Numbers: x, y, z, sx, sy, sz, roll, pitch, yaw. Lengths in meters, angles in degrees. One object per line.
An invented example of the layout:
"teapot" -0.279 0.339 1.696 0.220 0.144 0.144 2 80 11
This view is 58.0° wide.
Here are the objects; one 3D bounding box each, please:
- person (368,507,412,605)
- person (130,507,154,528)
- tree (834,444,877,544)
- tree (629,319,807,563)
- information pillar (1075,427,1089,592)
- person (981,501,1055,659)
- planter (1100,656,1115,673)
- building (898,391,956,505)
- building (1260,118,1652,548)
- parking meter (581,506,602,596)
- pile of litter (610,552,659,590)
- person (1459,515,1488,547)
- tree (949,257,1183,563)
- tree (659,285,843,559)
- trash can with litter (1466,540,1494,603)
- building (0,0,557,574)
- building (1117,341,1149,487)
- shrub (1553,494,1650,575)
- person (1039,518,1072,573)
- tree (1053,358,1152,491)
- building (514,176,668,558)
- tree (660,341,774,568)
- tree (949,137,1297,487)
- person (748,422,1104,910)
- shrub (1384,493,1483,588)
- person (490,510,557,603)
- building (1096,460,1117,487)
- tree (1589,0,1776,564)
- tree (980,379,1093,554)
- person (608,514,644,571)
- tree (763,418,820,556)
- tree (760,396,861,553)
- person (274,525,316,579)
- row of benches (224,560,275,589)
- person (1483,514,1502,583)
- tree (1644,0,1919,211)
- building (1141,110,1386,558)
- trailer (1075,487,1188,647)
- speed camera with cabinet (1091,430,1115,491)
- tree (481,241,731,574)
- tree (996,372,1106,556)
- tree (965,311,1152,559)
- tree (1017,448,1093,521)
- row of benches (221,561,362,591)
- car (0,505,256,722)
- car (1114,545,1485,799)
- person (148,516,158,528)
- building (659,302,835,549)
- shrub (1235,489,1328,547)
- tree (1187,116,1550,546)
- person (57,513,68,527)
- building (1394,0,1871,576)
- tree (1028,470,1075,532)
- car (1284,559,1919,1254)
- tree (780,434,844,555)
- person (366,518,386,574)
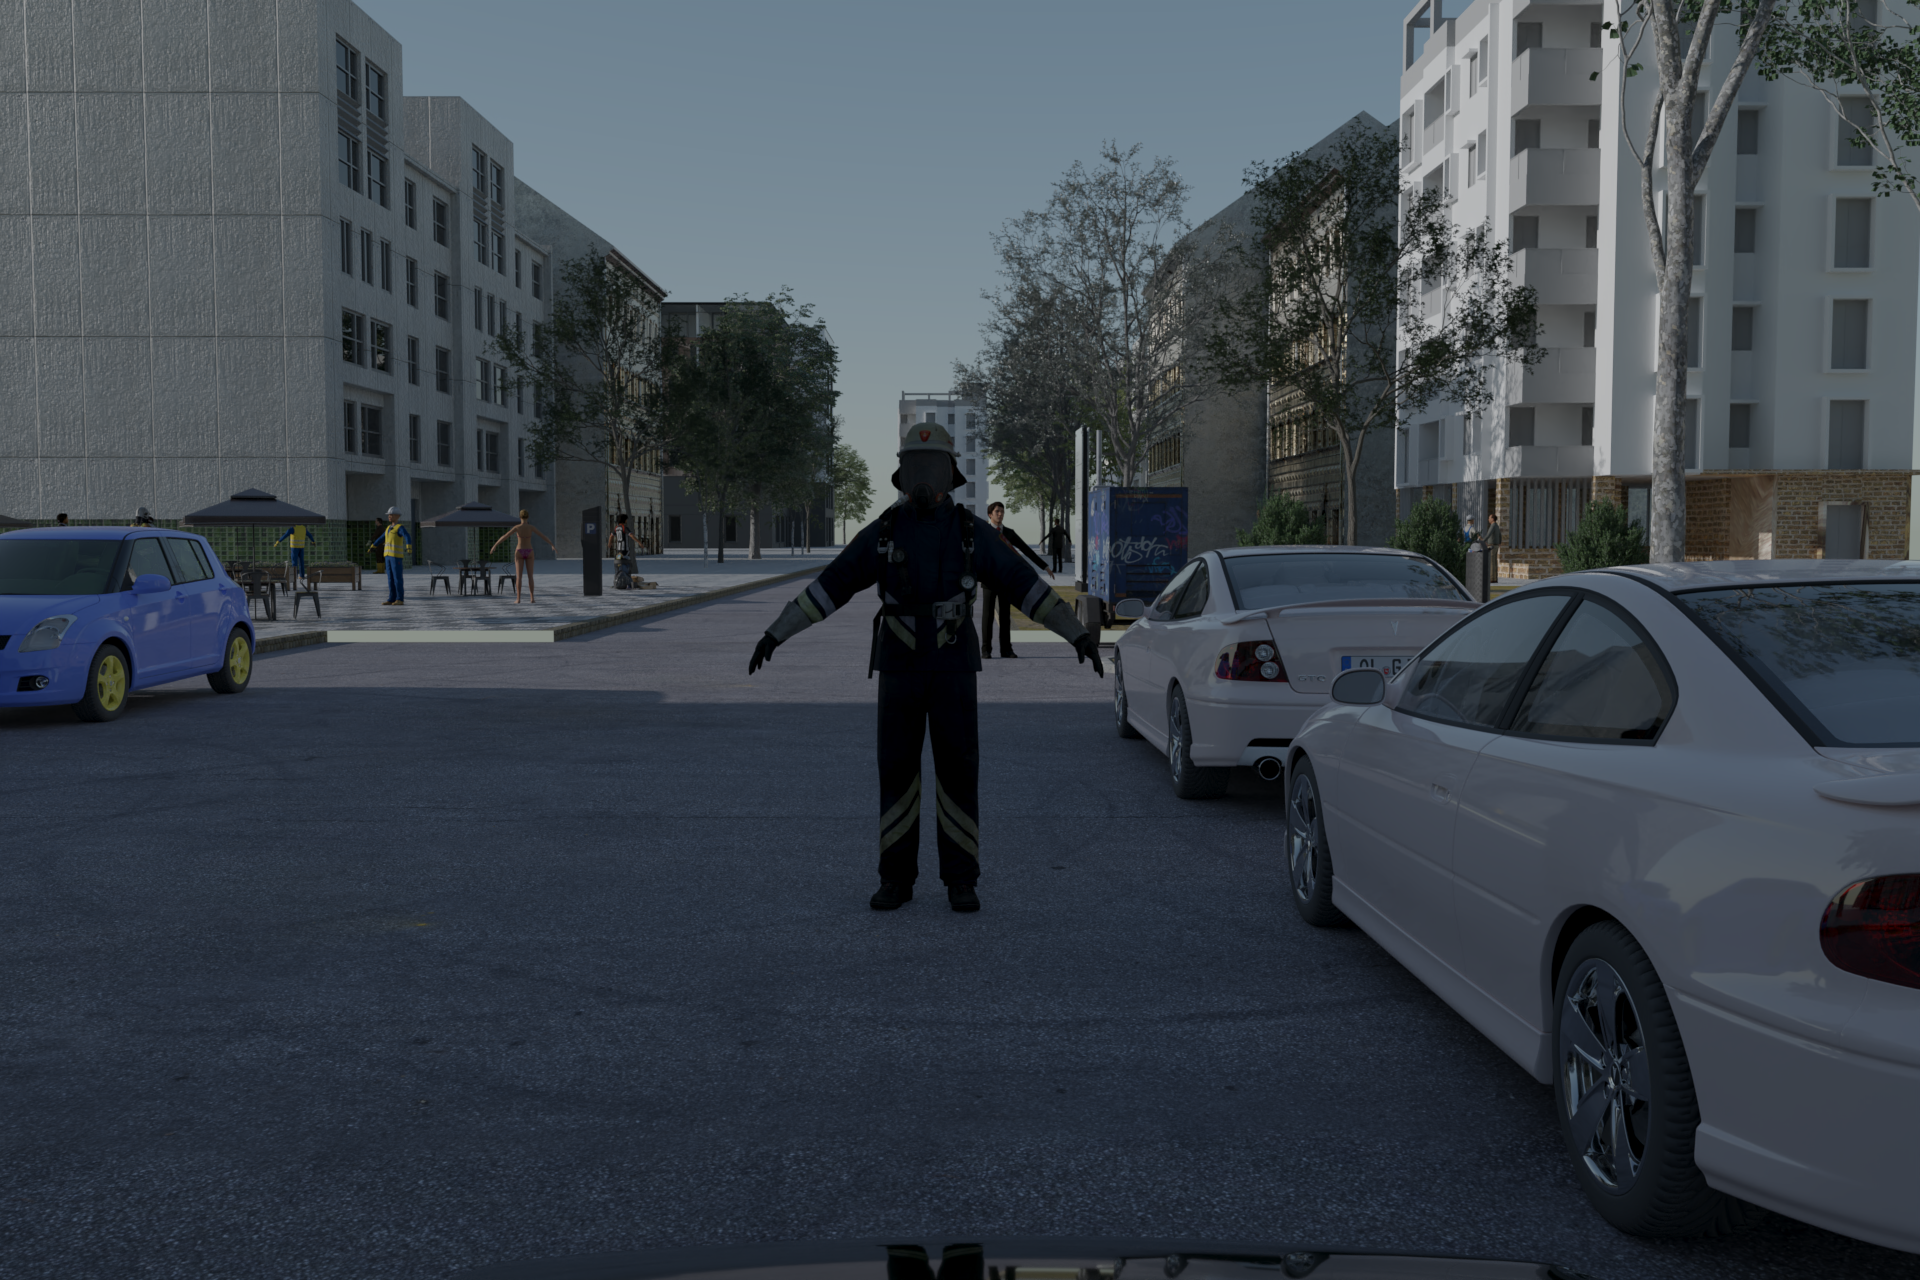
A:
"person" -10.245 -1.511 31.173 1.216 1.772 0.721 3 4 36
"person" -17.355 -1.901 36.851 1.354 1.858 0.705 1 4 22
"tree" -14.116 -18.273 216.890 7.486 12.596 7.792 0 3 0
"tree" -10.656 -8.662 76.042 8.767 10.594 7.601 0 4 5
"information pillar" 2.740 -2.909 38.871 0.184 3.620 1.656 0 4 -1
"person" 0.435 -0.694 19.993 1.347 1.806 0.705 -1 4 -18
"planter" 2.474 0.166 18.432 1.991 0.319 1.994 0 4 0
"building" -7.590 -22.153 221.077 11.380 20.090 16.016 0 4 7
"building" 25.079 -15.232 79.966 19.493 23.208 18.063 0 4 0
"parking meter" -7.664 -1.854 36.023 0.399 1.863 0.255 0 4 1
"pile of litter" -7.637 -1.625 40.533 1.176 0.858 1.719 0 4 -1
"person" 14.957 -2.743 50.706 0.705 1.847 1.347 -1 4 -22
"tree" 4.713 -10.190 76.974 12.009 13.543 11.850 0 3 0
"tree" -10.666 -11.137 88.741 9.857 13.997 8.962 0 3 0
"trash can with litter" 5.785 -0.504 19.304 1.678 1.210 2.233 0 4 0
"building" -28.511 -12.468 70.314 16.747 18.905 31.486 0 4 0
"building" 24.488 -18.095 162.314 16.747 18.905 31.486 0 4 0
"shrub" 11.965 -1.703 32.270 1.690 2.028 1.600 0 3 0
"person" 3.199 -3.121 57.258 1.346 1.802 0.704 -2 4 -33
"tree" 5.717 -7.162 67.462 4.737 8.622 4.395 0 3 0
"building" -27.993 -16.458 100.010 19.493 23.208 18.063 0 4 -1
"tree" -9.806 -7.057 65.747 4.360 8.622 3.978 0 3 0
"tree" 5.149 -8.743 53.322 12.009 13.543 11.850 0 3 0
"person" -0.126 0.098 6.630 1.354 1.856 0.705 0 4 6
"shrub" 8.527 -1.639 31.223 1.690 2.028 1.600 0 3 0
"person" -8.104 -1.554 32.219 1.217 1.733 0.721 -1 4 -19
"building" 20.924 -15.453 194.808 9.099 9.664 28.070 0 4 0
"tree" 10.083 -10.053 20.260 12.611 20.169 13.585 0 3 0
"tree" 4.979 -11.892 112.563 7.486 12.596 7.792 0 3 0
"person" -8.971 -2.453 46.249 1.345 1.843 0.704 3 4 37
"tree" -9.654 -9.185 100.537 4.360 8.622 3.978 0 3 0
"tree" -10.528 -11.192 117.398 8.767 10.594 7.601 2 4 32
"person" -18.942 -2.661 49.473 0.705 1.833 1.349 2 4 33
"row of benches" -18.192 -1.552 40.840 4.104 0.672 1.422 1 4 11
"person" 13.900 -2.384 45.248 0.705 1.796 1.348 3 4 39
"tree" 21.976 -11.226 39.431 12.611 20.169 13.585 0 3 0
"building" 20.968 -16.423 99.443 19.493 23.208 18.063 0 4 0
"trailer" 2.244 -0.971 22.925 1.471 1.999 3.904 0 4 -1
"speed camera with cabinet" 2.856 -2.327 32.379 0.660 3.252 2.038 0 4 -1
"tree" -10.813 -7.411 55.578 7.601 10.594 8.767 1 4 21
"tree" 5.558 -10.838 102.961 9.928 11.665 9.643 0 3 0
"tree" 5.322 -11.016 90.476 12.009 13.543 11.850 0 3 0
"tree" 11.930 -18.648 215.260 12.009 13.543 11.850 0 3 0
"row of benches" -15.557 -1.452 39.210 4.104 0.672 1.422 0 4 -6
"car" -7.307 -0.288 14.304 1.945 1.707 3.694 0 4 0
"car" 2.060 0.099 10.751 2.083 1.381 4.827 0 4 -1
"person" -23.916 -2.751 51.158 1.347 1.806 0.705 -2 4 -31
"building" -27.233 -19.873 168.891 27.936 21.610 32.646 0 4 0
"shrub" 5.680 -1.620 30.521 1.661 2.075 1.752 0 3 0
"tree" 8.826 -6.331 37.926 8.767 10.594 7.601 2 4 33
"person" -19.465 -1.901 37.802 1.216 1.740 0.721 3 4 37
"building" 20.928 -12.533 61.331 16.016 20.090 11.380 0 4 0
"tree" 5.913 -10.492 121.905 4.737 8.622 4.395 0 3 0
"car" 2.213 0.454 4.933 2.083 1.381 4.827 0 4 -1
"tree" -9.976 -9.621 107.672 4.360 8.622 3.978 0 3 0
"person" -18.724 -3.037 55.799 0.704 1.812 1.346 0 4 6
